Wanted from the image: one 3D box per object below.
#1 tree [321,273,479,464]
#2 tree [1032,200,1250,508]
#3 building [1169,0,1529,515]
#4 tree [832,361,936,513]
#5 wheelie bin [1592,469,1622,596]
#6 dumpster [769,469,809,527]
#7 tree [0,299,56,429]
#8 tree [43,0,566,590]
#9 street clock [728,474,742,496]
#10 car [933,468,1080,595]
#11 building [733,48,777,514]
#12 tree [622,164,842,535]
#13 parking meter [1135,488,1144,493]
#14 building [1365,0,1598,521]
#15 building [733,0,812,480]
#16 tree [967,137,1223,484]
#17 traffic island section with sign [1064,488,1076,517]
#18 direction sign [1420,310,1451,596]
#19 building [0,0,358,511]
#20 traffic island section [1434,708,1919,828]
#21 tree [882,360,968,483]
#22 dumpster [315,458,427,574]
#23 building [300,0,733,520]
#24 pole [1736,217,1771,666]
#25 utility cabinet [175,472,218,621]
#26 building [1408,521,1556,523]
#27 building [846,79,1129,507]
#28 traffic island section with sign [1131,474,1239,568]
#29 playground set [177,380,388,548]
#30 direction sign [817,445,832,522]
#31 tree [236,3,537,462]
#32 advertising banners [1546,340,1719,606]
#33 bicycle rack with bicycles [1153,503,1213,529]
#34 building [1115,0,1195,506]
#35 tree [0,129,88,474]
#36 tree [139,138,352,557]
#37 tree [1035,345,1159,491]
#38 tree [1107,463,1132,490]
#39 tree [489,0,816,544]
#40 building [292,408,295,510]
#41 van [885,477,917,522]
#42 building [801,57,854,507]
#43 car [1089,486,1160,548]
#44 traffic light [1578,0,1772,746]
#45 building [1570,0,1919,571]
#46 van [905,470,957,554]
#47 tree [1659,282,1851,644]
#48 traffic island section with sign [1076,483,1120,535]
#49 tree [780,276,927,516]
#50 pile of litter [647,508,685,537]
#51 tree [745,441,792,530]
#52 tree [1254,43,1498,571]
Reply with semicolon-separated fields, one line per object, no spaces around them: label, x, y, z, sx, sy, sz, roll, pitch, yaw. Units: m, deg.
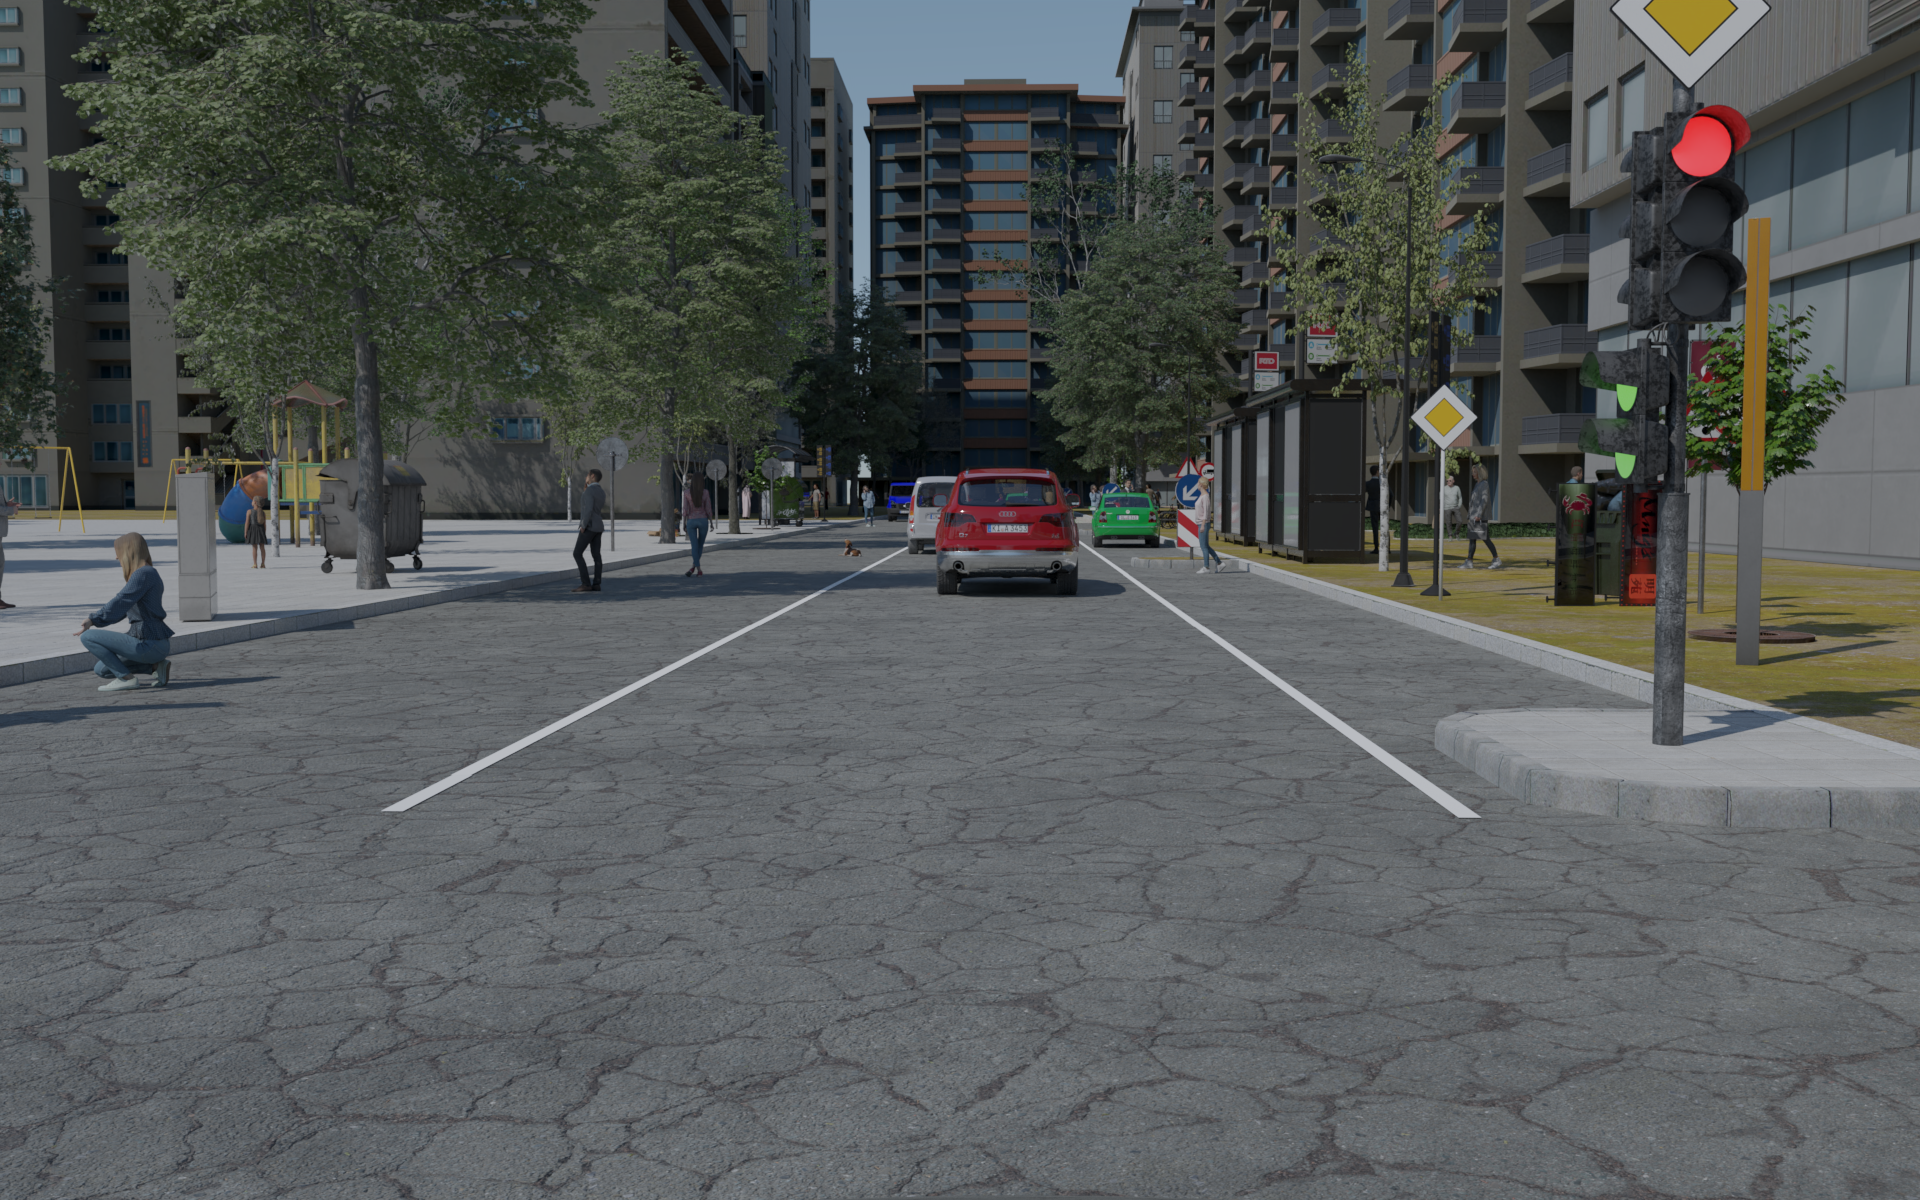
tree;-26.157;-9.478;80.728;9.928;11.665;9.643;0;3;0
tree;7.872;-10.369;76.186;9.857;13.997;8.962;0;3;0
building;28.561;-29.409;135.454;22.147;44.769;28.867;0;4;2
tree;-5.144;-11.689;125.534;7.601;10.594;8.767;2;4;29
wheelie bin;8.357;-0.860;21.977;0.693;1.594;0.980;-2;4;-34
dumpster;-6.757;-3.995;67.820;1.502;2.255;1.985;0;4;2
tree;-29.207;-6.171;51.253;4.737;8.622;4.395;0;3;0
tree;-8.385;-6.416;23.032;7.486;12.596;7.792;0;3;0
street clock;-7.955;-3.469;61.288;0.358;2.002;0.471;3;5;43
car;0.705;-1.072;26.209;2.281;1.827;5.304;0;4;1
building;-19.969;-20.886;113.185;14.160;30.474;14.107;0;4;2
tree;-7.374;-7.915;55.162;9.928;11.665;9.643;0;3;0
parking meter;7.365;-3.835;71.118;0.372;1.533;0.369;0;3;0
building;29.156;-27.644;106.610;22.147;44.769;28.867;0;4;2
building;-26.294;-33.554;137.839;27.495;52.752;28.713;0;4;2
tree;7.248;-14.484;92.701;12.611;20.169;13.585;0;3;0
traffic island section with sign;6.719;-6.236;110.593;1.989;1.847;2.006;0;4;2
direction sign;6.017;-1.823;21.808;0.379;3.537;0.876;2;4;31
building;-64.828;-31.734;142.558;21.600;48.544;21.300;0;4;2
traffic island section;3.652;0.819;8.885;2.009;0.180;2.903;0;4;2
tree;-4.249;-14.980;155.286;12.009;13.543;11.850;0;3;0
dumpster;-9.714;-1.397;28.605;1.264;1.857;1.865;0;4;2
building;-24.694;-28.822;94.947;21.300;48.544;21.600;0;4;2
pole;5.928;-1.168;12.936;0.158;3.312;0.155;0;3;0
utility cabinet;-7.860;-0.559;17.823;0.318;1.500;1.173;-1;4;-20
building;29.066;-25.297;68.233;22.147;44.769;28.867;0;4;2
building;3.080;-32.485;185.761;28.867;44.769;22.147;0;4;2
traffic island section with sign;4.420;-1.572;34.327;1.989;1.847;2.006;0;4;2
playground set;-16.540;-3.508;44.138;5.302;4.214;5.637;0;4;-4
direction sign;-6.284;-5.394;80.190;0.876;3.537;0.379;3;4;36
tree;-23.478;-12.914;67.038;12.611;20.169;13.585;0;3;0
advertising banners;7.751;-1.438;19.702;2.074;3.025;0.090;0;4;1
bicycle rack with bicycles;8.712;-3.308;67.464;2.852;0.926;2.925;-2;4;-31
building;31.355;-36.634;188.206;27.495;52.752;28.713;0;4;2
tree;-25.831;-7.593;41.161;9.611;12.733;9.660;0;3;0
tree;-14.079;-5.183;35.110;4.360;8.622;3.978;0;3;0
tree;10.182;-12.851;127.127;9.611;12.733;9.660;0;3;0
tree;9.980;-6.966;108.494;1.663;3.219;1.824;0;3;0
tree;-7.262;-7.745;44.750;7.486;12.596;7.792;0;3;0
building;-46.881;-22.890;145.953;14.107;30.474;14.160;0;4;2
van;-2.747;-5.312;91.234;2.240;2.365;5.245;0;4;1
building;-22.839;-34.388;185.949;21.600;48.544;21.300;0;4;2
car;4.527;-2.374;47.615;1.959;1.807;4.718;0;4;3
traffic light;3.612;-1.214;8.772;0.839;4.253;0.868;0;4;2
building;28.270;-26.949;29.862;27.495;52.752;28.713;0;4;2
van;-0.378;-2.177;42.602;2.013;2.044;4.112;0;4;2
tree;6.870;-1.265;15.280;1.663;3.219;1.824;0;3;0
traffic island section with sign;5.249;-3.248;61.730;1.989;1.847;2.006;0;4;2
tree;-6.374;-12.024;103.250;9.857;13.997;8.962;0;3;0
pile of litter;-8.887;-2.348;52.361;1.176;0.858;1.719;0;4;-4
tree;-7.132;-4.173;62.834;1.663;3.219;1.824;0;3;0
tree;6.968;-4.772;28.379;4.737;8.622;4.395;0;3;0
